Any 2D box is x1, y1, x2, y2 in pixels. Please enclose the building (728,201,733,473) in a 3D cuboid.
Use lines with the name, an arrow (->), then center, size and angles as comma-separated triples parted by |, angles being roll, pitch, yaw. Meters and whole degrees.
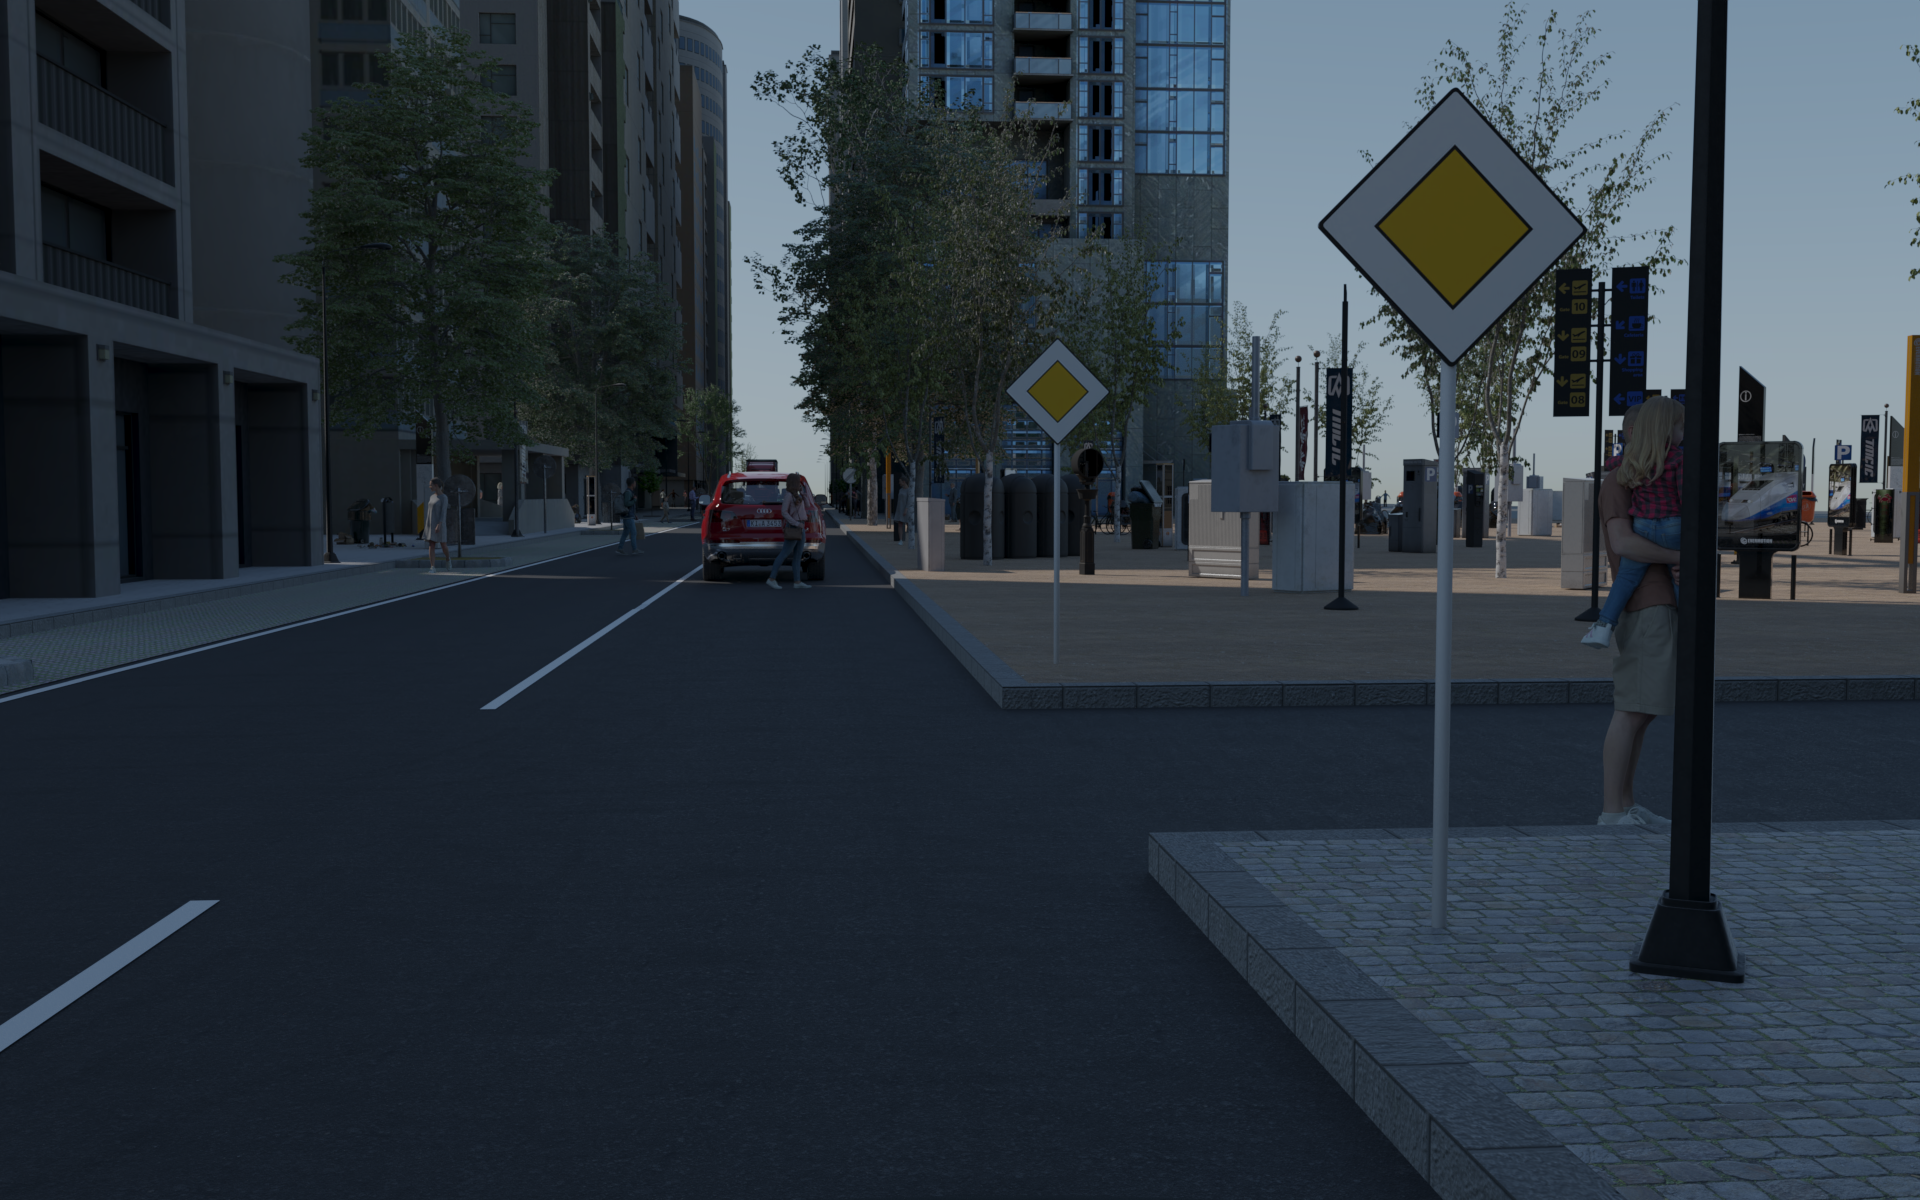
building -> -38.149, -33.676, 234.189 | 14.154, 41.232, 14.086 | 0, 4, -5

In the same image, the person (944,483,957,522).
person -> -0.390, -4.439, 78.791 | 0.590, 1.801, 0.661 | -1, 4, -18

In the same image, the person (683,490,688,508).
person -> -25.826, -9.493, 162.715 | 0.593, 1.643, 0.415 | 3, 5, 39

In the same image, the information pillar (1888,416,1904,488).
information pillar -> 27.974, -3.696, 51.782 | 0.504, 3.616, 0.183 | -1, 4, -10

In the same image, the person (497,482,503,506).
person -> -20.498, -4.368, 77.637 | 0.526, 1.800, 0.537 | 0, 4, -1

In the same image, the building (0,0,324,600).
building -> -21.320, -35.819, 23.897 | 20.563, 71.187, 20.611 | 0, 4, -5

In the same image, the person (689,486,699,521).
person -> -14.117, -5.138, 92.367 | 0.599, 1.838, 0.709 | -2, 4, -31

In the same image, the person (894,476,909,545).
person -> -1.408, -2.259, 43.735 | 0.466, 1.731, 0.760 | 1, 4, 14

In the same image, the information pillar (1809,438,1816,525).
information pillar -> 35.516, -4.940, 72.130 | 0.183, 3.616, 0.504 | 2, 4, 30

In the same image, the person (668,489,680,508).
person -> -26.994, -9.571, 163.354 | 1.217, 1.723, 0.721 | 1, 4, 9

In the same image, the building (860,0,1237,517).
building -> 5.152, -48.783, 110.272 | 22.319, 86.520, 31.000 | 0, 4, -5

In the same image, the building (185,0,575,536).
building -> -30.462, -22.391, 57.981 | 32.217, 40.220, 23.993 | 0, 4, -5

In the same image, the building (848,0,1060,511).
building -> 2.052, -31.442, 137.783 | 21.300, 48.544, 21.600 | 0, 4, -5

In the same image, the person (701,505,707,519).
person -> -14.850, -5.414, 100.206 | 0.799, 1.438, 0.628 | 2, 4, 32

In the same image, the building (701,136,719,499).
building -> -34.267, -31.087, 191.860 | 14.154, 41.232, 14.086 | 0, 4, -5

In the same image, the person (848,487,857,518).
person -> -5.881, -5.321, 94.503 | 0.593, 1.643, 0.415 | 1, 4, 10

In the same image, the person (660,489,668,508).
person -> -27.373, -9.377, 160.152 | 1.217, 1.735, 0.721 | 3, 5, 43

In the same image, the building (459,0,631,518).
building -> -25.700, -19.656, 93.083 | 14.160, 30.474, 14.107 | 0, 4, -5

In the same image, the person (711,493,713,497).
person -> -25.068, -10.160, 172.941 | 0.721, 1.735, 1.217 | 3, 4, 37

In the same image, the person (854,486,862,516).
person -> -6.118, -5.891, 103.142 | 1.217, 1.735, 0.721 | 1, 4, 21

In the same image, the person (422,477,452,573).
person -> -9.473, -1.355, 31.403 | 0.466, 1.731, 0.760 | 0, 4, 2

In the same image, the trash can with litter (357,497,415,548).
trash can with litter -> -14.021, -1.877, 41.743 | 1.678, 1.210, 2.233 | 0, 4, 2

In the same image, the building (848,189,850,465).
building -> -3.019, -23.491, 155.782 | 14.160, 30.474, 14.107 | 0, 4, -5

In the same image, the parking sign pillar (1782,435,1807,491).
parking sign pillar -> 37.965, -5.528, 78.863 | 1.447, 3.967, 1.447 | -2, 4, -32

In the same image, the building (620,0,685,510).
building -> -36.847, -33.675, 139.824 | 28.713, 52.752, 27.495 | 0, 4, -5

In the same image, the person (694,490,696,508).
person -> -21.199, -8.061, 138.565 | 1.217, 1.735, 0.721 | -2, 4, -24

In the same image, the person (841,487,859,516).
person -> -6.474, -5.812, 101.793 | 1.217, 1.736, 0.721 | 2, 4, 25

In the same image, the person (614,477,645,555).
person -> -7.718, -1.960, 40.532 | 0.713, 1.824, 0.794 | 0, 4, 3

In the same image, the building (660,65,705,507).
building -> -33.717, -32.260, 177.564 | 14.600, 45.320, 14.200 | 0, 4, -5

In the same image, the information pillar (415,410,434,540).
information pillar -> -14.902, -3.477, 48.200 | 0.504, 3.616, 0.183 | 1, 4, 11

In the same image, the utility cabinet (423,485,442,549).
utility cabinet -> -12.331, -1.957, 40.674 | 0.318, 1.500, 1.173 | -1, 4, -9

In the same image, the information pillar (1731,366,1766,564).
information pillar -> 14.377, -2.458, 31.541 | 0.183, 3.616, 0.504 | -3, 5, -40

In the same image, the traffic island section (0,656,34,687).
traffic island section -> -8.036, 0.609, 12.324 | 2.009, 0.180, 2.903 | 0, 4, -5

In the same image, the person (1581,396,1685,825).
person -> 2.840, 0.081, 7.157 | 0.573, 1.828, 0.580 | 0, 4, -7

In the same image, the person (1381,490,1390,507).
person -> 42.200, -9.996, 171.926 | 0.705, 1.826, 1.348 | -3, 5, -42

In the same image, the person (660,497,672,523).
person -> -14.361, -4.391, 84.571 | 0.640, 1.303, 0.475 | 0, 4, 2

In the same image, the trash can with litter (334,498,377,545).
trash can with litter -> -15.458, -2.009, 44.236 | 0.624, 1.170, 1.055 | 1, 4, 21

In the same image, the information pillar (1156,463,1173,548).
information pillar -> 4.922, -2.274, 41.674 | 0.304, 2.012, 0.304 | -2, 4, -28

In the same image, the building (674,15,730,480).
building -> -39.590, -41.000, 212.348 | 21.231, 58.520, 28.212 | 0, 4, -5

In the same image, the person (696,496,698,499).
person -> -24.612, -9.253, 160.510 | 0.799, 1.438, 0.628 | 2, 4, 23

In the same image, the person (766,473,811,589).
person -> -2.597, -1.051, 26.269 | 0.643, 1.750, 0.593 | 1, 4, 12

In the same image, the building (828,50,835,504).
building -> -7.077, -42.259, 232.926 | 21.231, 58.520, 28.212 | 0, 4, -5

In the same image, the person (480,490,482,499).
person -> -20.511, -4.078, 73.082 | 0.716, 1.782, 0.532 | 2, 4, 34

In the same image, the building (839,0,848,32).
building -> -2.661, -39.689, 190.909 | 21.231, 58.520, 28.212 | 0, 4, -5

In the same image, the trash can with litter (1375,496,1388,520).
trash can with litter -> 20.862, -4.550, 85.452 | 1.678, 1.210, 2.233 | 2, 4, 34

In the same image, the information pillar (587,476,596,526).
information pillar -> -14.993, -4.034, 70.442 | 0.304, 2.012, 0.304 | -1, 4, -21

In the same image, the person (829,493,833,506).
person -> -13.527, -10.621, 182.951 | 0.557, 1.426, 1.065 | -3, 5, -44

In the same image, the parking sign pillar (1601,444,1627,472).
parking sign pillar -> 28.998, -5.377, 76.388 | 1.447, 3.967, 1.447 | 0, 4, 2

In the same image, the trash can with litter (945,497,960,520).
trash can with litter -> -0.360, -4.532, 85.483 | 1.055, 1.170, 0.624 | 0, 4, 4

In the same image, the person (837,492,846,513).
person -> -8.069, -6.878, 119.047 | 0.990, 1.755, 0.434 | -3, 5, -40
